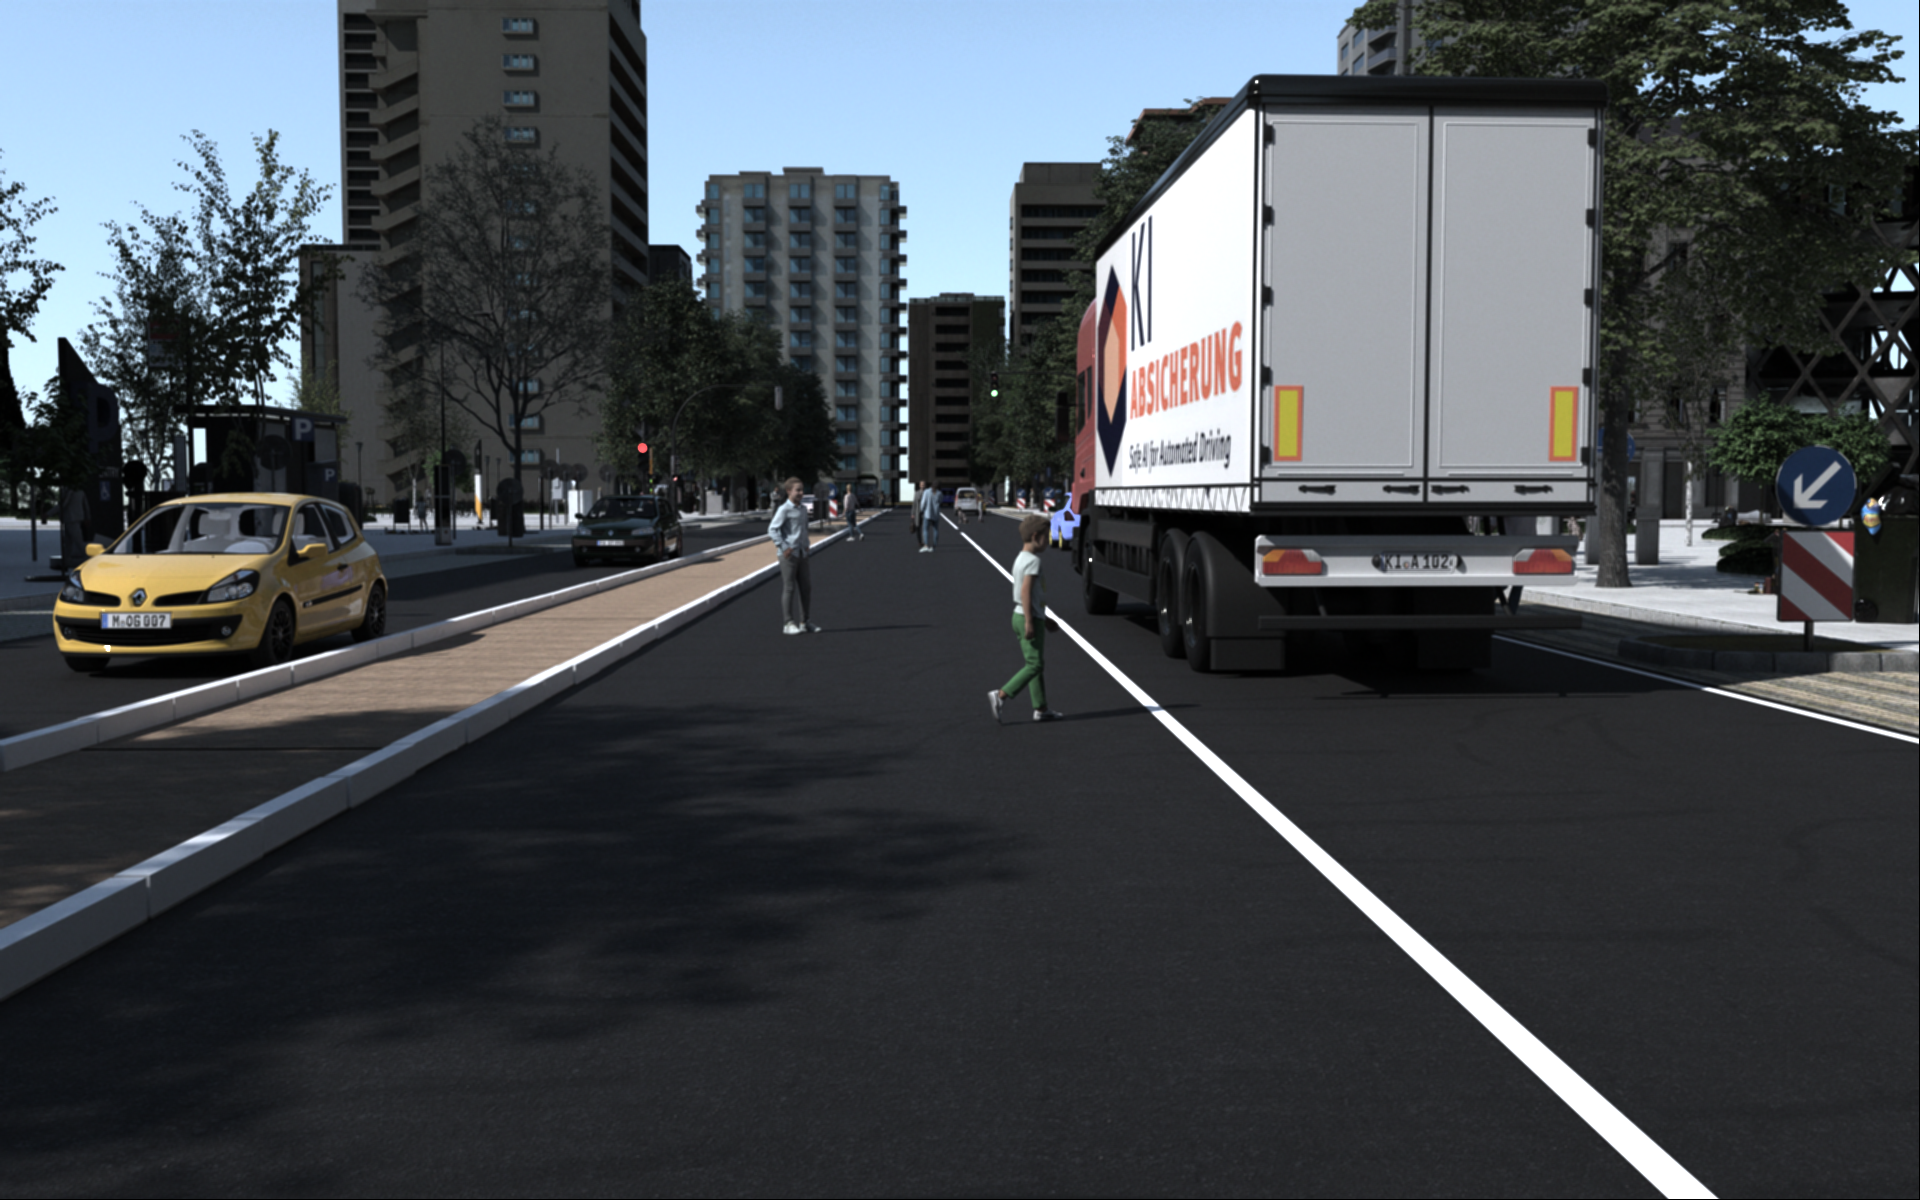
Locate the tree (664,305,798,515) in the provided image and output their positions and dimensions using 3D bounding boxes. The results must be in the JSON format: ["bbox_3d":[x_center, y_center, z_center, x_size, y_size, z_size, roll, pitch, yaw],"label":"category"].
[{"bbox_3d":[-15.331,-11.384,104.262,7.486,12.596,7.792,0,3,0],"label":"tree"}]

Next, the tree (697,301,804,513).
[{"bbox_3d":[-15.234,-12.797,115.886,9.857,13.997,8.962,0,3,0],"label":"tree"}]

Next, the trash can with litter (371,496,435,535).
[{"bbox_3d":[-17.523,-2.710,55.374,2.233,1.210,1.678,0,4,6],"label":"trash can with litter"}]

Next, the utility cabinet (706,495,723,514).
[{"bbox_3d":[-15.761,-6.122,111.263,1.020,1.237,0.306,0,4,1],"label":"utility cabinet"}]

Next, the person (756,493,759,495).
[{"bbox_3d":[-22.879,-11.747,198.114,1.348,1.824,0.705,1,4,14],"label":"person"}]

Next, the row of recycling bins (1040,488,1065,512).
[{"bbox_3d":[7.525,-7.178,124.480,3.534,1.692,1.069,0,4,8],"label":"row of recycling bins"}]

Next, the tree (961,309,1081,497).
[{"bbox_3d":[6.913,-11.570,106.173,9.611,12.733,9.660,0,3,0],"label":"tree"}]

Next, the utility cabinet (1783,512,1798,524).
[{"bbox_3d":[35.481,-3.988,73.880,0.318,1.500,1.173,0,4,4],"label":"utility cabinet"}]

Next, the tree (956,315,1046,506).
[{"bbox_3d":[6.315,-20.063,183.924,12.611,20.169,13.585,0,3,0],"label":"tree"}]

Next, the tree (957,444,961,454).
[{"bbox_3d":[4.386,-18.857,225.320,9.611,12.733,9.660,0,3,0],"label":"tree"}]

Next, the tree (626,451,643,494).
[{"bbox_3d":[-27.603,-11.883,144.644,4.360,8.622,3.978,0,3,0],"label":"tree"}]

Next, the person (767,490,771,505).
[{"bbox_3d":[-21.508,-11.504,194.688,0.434,1.755,0.990,-2,4,-28],"label":"person"}]

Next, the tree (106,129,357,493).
[{"bbox_3d":[-14.204,-5.127,34.189,4.737,8.622,4.395,0,3,0],"label":"tree"}]

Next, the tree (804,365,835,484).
[{"bbox_3d":[-16.345,-15.712,163.553,9.857,13.997,8.962,0,3,0],"label":"tree"}]

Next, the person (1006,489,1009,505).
[{"bbox_3d":[5.958,-12.481,209.731,0.705,1.869,1.348,-3,5,-44],"label":"person"}]

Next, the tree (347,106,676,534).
[{"bbox_3d":[-14.476,-8.907,55.996,12.009,13.543,11.850,0,3,0],"label":"tree"}]

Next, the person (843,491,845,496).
[{"bbox_3d":[-13.315,-11.617,198.368,0.705,1.831,1.348,0,4,-5],"label":"person"}]

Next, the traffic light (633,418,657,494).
[{"bbox_3d":[-11.685,-4.602,64.165,0.839,4.253,0.868,0,4,-1],"label":"traffic light"}]

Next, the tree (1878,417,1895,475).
[{"bbox_3d":[30.828,-4.698,60.523,4.285,4.588,4.351,0,3,0],"label":"tree"}]

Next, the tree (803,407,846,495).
[{"bbox_3d":[-17.736,-17.894,210.685,7.486,12.596,7.792,0,3,0],"label":"tree"}]

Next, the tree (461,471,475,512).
[{"bbox_3d":[-34.915,-7.821,122.482,1.663,3.219,1.824,0,3,0],"label":"tree"}]

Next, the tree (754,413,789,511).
[{"bbox_3d":[-15.469,-11.260,134.461,4.737,8.622,4.395,0,3,0],"label":"tree"}]

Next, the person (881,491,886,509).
[{"bbox_3d":[-6.948,-9.087,157.789,0.721,1.735,1.217,0,4,8],"label":"person"}]

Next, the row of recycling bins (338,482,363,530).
[{"bbox_3d":[-21.763,-3.312,61.270,1.069,1.692,3.534,-1,4,-14],"label":"row of recycling bins"}]

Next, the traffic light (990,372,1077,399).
[{"bbox_3d":[3.482,-5.488,64.394,4.771,5.953,1.251,0,4,-1],"label":"traffic light"}]

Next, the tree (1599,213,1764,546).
[{"bbox_3d":[17.678,-5.624,42.308,4.360,8.622,3.978,0,3,0],"label":"tree"}]

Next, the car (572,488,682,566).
[{"bbox_3d":[-6.827,-1.588,35.744,2.009,1.686,4.222,0,4,-1],"label":"car"}]

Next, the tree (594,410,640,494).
[{"bbox_3d":[-26.794,-11.405,136.839,4.737,8.622,4.395,0,3,0],"label":"tree"}]

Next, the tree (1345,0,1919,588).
[{"bbox_3d":[9.044,-6.419,23.079,7.486,12.596,7.792,0,3,0],"label":"tree"}]

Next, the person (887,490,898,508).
[{"bbox_3d":[-6.828,-10.271,176.453,1.348,1.821,0.705,2,4,35],"label":"person"}]

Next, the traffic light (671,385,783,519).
[{"bbox_3d":[-9.783,-5.967,72.232,4.771,5.953,1.251,0,4,-1],"label":"traffic light"}]

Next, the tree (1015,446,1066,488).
[{"bbox_3d":[6.812,-11.616,140.276,4.360,8.622,3.978,0,3,0],"label":"tree"}]

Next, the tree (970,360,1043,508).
[{"bbox_3d":[5.503,-15.715,163.603,9.857,13.997,8.962,0,3,0],"label":"tree"}]

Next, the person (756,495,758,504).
[{"bbox_3d":[-18.301,-8.886,154.586,1.065,1.426,0.557,-2,4,-27],"label":"person"}]

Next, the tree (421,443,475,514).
[{"bbox_3d":[-32.928,-7.815,111.484,4.285,4.588,4.351,0,3,0],"label":"tree"}]

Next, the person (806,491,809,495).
[{"bbox_3d":[-19.639,-13.167,222.131,0.445,1.727,0.742,-2,4,-29],"label":"person"}]

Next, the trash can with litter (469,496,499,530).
[{"bbox_3d":[-17.115,-3.148,62.528,1.678,1.210,2.233,1,4,16],"label":"trash can with litter"}]

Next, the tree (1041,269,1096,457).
[{"bbox_3d":[7.743,-10.108,83.387,7.486,12.596,7.792,0,3,0],"label":"tree"}]

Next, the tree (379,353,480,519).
[{"bbox_3d":[-27.519,-8.403,87.749,4.360,8.622,3.978,0,3,0],"label":"tree"}]

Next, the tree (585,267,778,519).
[{"bbox_3d":[-14.529,-10.452,87.903,9.611,12.733,9.660,0,3,0],"label":"tree"}]

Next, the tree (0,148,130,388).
[{"bbox_3d":[-20.969,-5.251,36.219,4.737,8.622,4.395,0,3,0],"label":"tree"}]

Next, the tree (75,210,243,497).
[{"bbox_3d":[-21.141,-5.812,45.388,4.360,8.622,3.978,0,3,0],"label":"tree"}]

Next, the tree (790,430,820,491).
[{"bbox_3d":[-16.329,-14.136,181.488,4.360,8.622,3.978,0,3,0],"label":"tree"}]

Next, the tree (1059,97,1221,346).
[{"bbox_3d":[7.898,-9.147,56.209,9.857,13.997,8.962,0,3,0],"label":"tree"}]

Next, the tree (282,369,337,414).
[{"bbox_3d":[-38.484,-9.280,102.089,4.360,8.622,3.978,0,3,0],"label":"tree"}]

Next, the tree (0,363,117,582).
[{"bbox_3d":[-13.309,-1.910,25.835,1.663,3.219,1.824,0,3,0],"label":"tree"}]

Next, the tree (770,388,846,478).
[{"bbox_3d":[-17.663,-17.242,192.282,12.009,13.543,11.850,0,3,0],"label":"tree"}]

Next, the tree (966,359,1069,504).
[{"bbox_3d":[6.591,-12.583,131.484,9.928,11.665,9.643,0,3,0],"label":"tree"}]

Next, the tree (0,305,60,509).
[{"bbox_3d":[-70.165,-13.580,123.850,13.155,14.587,18.604,0,4,-8],"label":"tree"}]

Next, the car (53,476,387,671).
[{"bbox_3d":[-6.397,-0.307,15.251,2.015,1.641,3.980,0,4,-2],"label":"car"}]

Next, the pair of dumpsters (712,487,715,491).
[{"bbox_3d":[-19.872,-8.715,144.978,1.574,2.255,4.437,0,4,-1],"label":"pair of dumpsters"}]

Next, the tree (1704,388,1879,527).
[{"bbox_3d":[24.906,-4.275,53.611,4.285,4.588,4.351,0,3,0],"label":"tree"}]

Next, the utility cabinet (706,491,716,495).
[{"bbox_3d":[-16.360,-6.425,113.734,0.318,1.500,1.173,-2,4,-25],"label":"utility cabinet"}]

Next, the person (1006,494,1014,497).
[{"bbox_3d":[5.442,-11.055,187.472,0.721,1.739,1.217,3,5,45],"label":"person"}]
